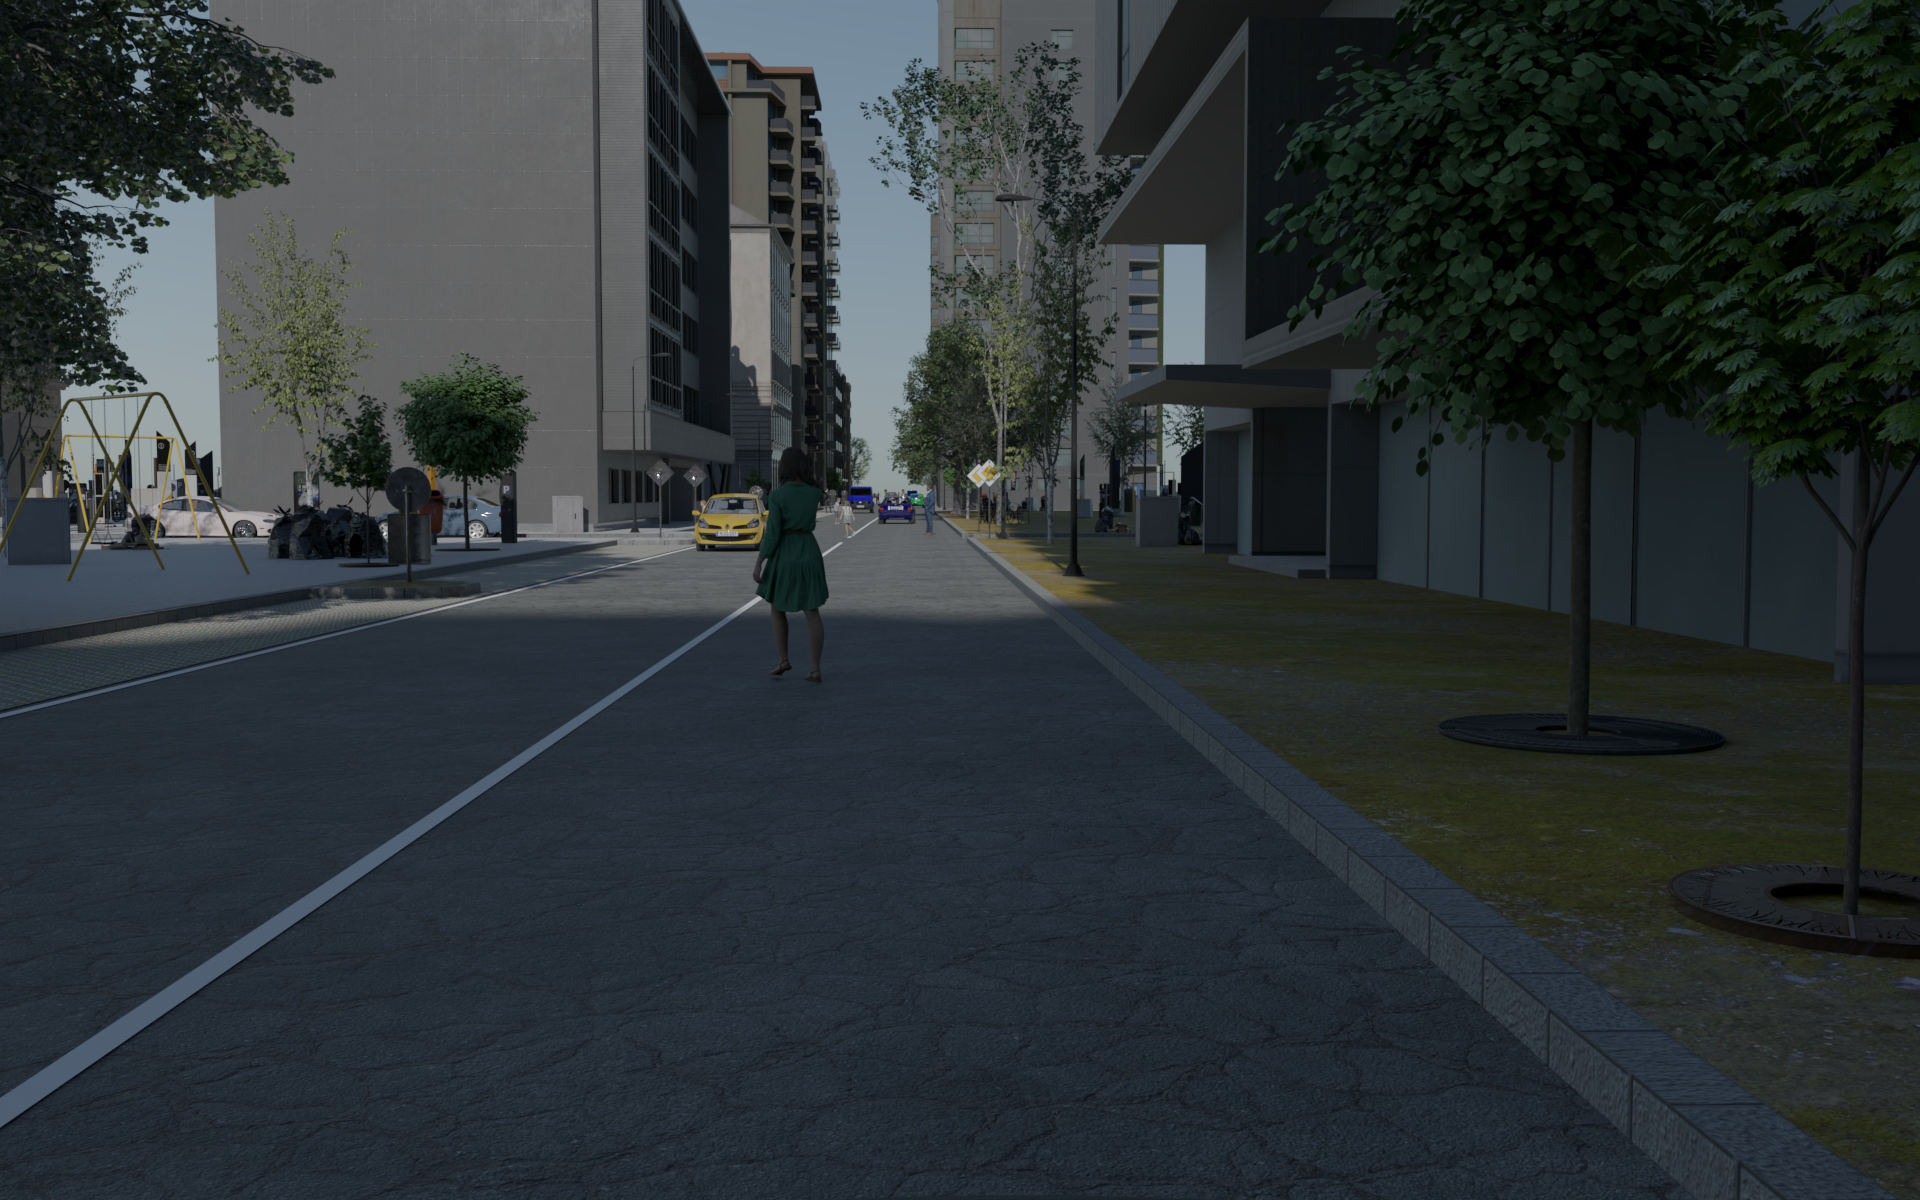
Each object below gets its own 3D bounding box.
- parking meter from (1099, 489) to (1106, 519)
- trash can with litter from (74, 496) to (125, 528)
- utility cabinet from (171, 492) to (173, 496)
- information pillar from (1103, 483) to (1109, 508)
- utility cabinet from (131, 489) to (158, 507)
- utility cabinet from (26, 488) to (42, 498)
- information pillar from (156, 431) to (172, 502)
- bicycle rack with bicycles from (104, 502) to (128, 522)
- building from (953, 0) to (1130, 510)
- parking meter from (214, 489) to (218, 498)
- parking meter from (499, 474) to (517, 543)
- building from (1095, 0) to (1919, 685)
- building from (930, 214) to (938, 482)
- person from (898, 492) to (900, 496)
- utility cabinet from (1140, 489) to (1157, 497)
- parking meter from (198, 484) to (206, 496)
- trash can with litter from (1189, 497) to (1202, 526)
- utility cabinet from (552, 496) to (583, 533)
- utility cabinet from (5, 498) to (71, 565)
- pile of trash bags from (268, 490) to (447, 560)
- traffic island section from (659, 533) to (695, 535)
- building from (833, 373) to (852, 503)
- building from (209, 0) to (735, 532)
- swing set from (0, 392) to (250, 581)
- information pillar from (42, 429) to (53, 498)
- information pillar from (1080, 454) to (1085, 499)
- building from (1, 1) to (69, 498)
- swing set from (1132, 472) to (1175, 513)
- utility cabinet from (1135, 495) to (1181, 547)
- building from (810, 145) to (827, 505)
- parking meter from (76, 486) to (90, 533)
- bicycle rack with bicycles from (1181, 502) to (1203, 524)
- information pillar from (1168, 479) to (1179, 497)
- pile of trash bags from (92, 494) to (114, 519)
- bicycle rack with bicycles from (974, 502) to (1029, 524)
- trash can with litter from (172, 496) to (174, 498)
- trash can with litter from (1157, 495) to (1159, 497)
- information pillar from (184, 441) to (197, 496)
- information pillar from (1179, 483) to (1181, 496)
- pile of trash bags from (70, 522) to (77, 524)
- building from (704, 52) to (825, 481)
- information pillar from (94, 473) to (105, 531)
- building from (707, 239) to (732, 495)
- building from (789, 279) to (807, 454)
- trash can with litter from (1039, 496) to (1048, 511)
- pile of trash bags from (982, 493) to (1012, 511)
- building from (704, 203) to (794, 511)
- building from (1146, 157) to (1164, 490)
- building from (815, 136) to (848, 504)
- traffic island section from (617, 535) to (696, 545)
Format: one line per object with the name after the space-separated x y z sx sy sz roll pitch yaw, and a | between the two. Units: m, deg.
7.476 -5.040 90.813 0.372 1.533 0.369 0 3 0 | parking meter
-32.832 -3.390 66.484 2.233 1.210 1.678 -2 4 -31 | trash can with litter
-49.991 -6.107 108.523 1.173 1.500 0.318 -3 4 -36 | utility cabinet
9.913 -6.894 117.205 0.304 2.012 0.304 -3 5 -44 | information pillar
-32.410 -3.699 69.155 1.173 1.500 0.318 0 4 -3 | utility cabinet
-33.849 -3.308 62.769 1.173 1.500 0.318 1 4 16 | utility cabinet
-29.491 -4.453 64.155 0.183 3.616 0.504 3 5 41 | information pillar
-38.065 -4.038 79.403 2.852 0.926 2.925 1 4 21 | bicycle rack with bicycles
6.410 -28.151 143.859 14.154 41.232 14.086 0 4 -2 | building
-37.392 -4.824 87.286 0.372 1.533 0.369 0 3 0 | parking meter
-11.803 -2.419 45.258 0.399 1.863 0.255 1 4 12 | parking meter
16.670 -26.594 24.057 28.713 52.752 27.495 0 4 -2 | building
2.673 -34.900 254.202 14.154 41.232 14.086 0 4 -2 | building
-9.607 -15.865 268.614 0.721 1.743 1.217 0 4 7 | person
8.811 -4.418 80.912 0.318 1.500 1.173 2 4 34 | utility cabinet
-41.346 -5.423 94.376 0.255 1.863 0.399 3 5 43 | parking meter
9.635 -3.528 69.074 1.055 1.170 0.624 1 4 9 | trash can with litter
-12.932 -2.813 57.150 0.306 1.237 1.020 3 5 42 | utility cabinet
-16.829 -1.252 31.624 1.020 1.237 0.306 -2 4 -32 | utility cabinet
-12.146 -1.552 35.122 3.447 1.369 1.912 -2 4 -33 | pile of trash bags
-8.789 -2.153 57.475 2.009 0.180 2.903 0 4 -2 | traffic island section
-30.770 -25.492 261.826 27.650 21.520 28.899 0 4 -2 | building
-18.069 -15.489 72.309 14.314 24.678 30.058 0 4 -2 | building
-13.254 -1.817 27.331 3.119 2.851 2.862 3 5 39 | swing set
-32.851 -4.343 62.363 0.504 3.616 0.183 2 4 33 | information pillar
7.202 -6.764 101.953 0.183 3.616 0.504 -2 4 -24 | information pillar
-47.051 -16.825 62.482 23.554 28.519 14.401 0 4 -2 | building
13.484 -7.591 121.731 3.119 2.851 2.862 0 4 3 | swing set
4.824 -1.912 42.422 1.020 1.237 0.306 -1 4 -17 | utility cabinet
-22.698 -31.419 197.292 14.154 41.232 14.086 0 4 -2 | building
-28.833 -2.969 56.949 0.372 1.533 0.369 0 3 0 | parking meter
9.477 -3.828 75.971 2.852 0.926 2.925 0 4 5 | bicycle rack with bicycles
10.672 -5.057 87.180 0.304 2.012 0.304 3 5 43 | information pillar
-44.727 -4.873 89.427 1.912 1.369 3.447 -2 4 -35 | pile of trash bags
1.740 -3.781 75.205 2.852 0.926 2.925 1 4 18 | bicycle rack with bicycles
-41.374 -4.907 91.283 2.233 1.210 1.678 0 4 8 | trash can with litter
14.821 -7.349 131.208 1.678 1.210 2.233 -2 4 -33 | trash can with litter
-33.720 -5.177 75.997 0.504 3.616 0.183 0 4 -7 | information pillar
13.997 -6.452 109.989 0.304 2.012 0.304 3 4 38 | information pillar
-39.618 -3.954 74.404 3.447 1.369 1.912 -2 4 -31 | pile of trash bags
-25.234 -31.824 174.947 22.147 44.769 28.867 0 4 -2 | building
-30.062 -3.426 60.502 0.304 2.012 0.304 -2 4 -27 | information pillar
-21.334 -14.011 96.540 16.820 18.784 16.811 0 4 -2 | building
-27.695 -18.445 146.615 27.650 21.520 28.899 0 4 -2 | building
6.283 -7.235 129.685 0.624 1.170 1.055 1 4 18 | trash can with litter
2.410 -7.243 128.170 1.912 1.369 3.447 -2 4 -29 | pile of trash bags
-17.021 -16.576 120.171 9.793 20.994 18.267 0 4 -2 | building
8.733 -38.110 165.091 21.231 58.520 28.212 0 4 -2 | building
-27.308 -37.397 231.049 23.786 49.044 30.456 0 4 -2 | building
-8.573 -1.664 49.492 2.009 0.180 2.903 0 4 -2 | traffic island section
